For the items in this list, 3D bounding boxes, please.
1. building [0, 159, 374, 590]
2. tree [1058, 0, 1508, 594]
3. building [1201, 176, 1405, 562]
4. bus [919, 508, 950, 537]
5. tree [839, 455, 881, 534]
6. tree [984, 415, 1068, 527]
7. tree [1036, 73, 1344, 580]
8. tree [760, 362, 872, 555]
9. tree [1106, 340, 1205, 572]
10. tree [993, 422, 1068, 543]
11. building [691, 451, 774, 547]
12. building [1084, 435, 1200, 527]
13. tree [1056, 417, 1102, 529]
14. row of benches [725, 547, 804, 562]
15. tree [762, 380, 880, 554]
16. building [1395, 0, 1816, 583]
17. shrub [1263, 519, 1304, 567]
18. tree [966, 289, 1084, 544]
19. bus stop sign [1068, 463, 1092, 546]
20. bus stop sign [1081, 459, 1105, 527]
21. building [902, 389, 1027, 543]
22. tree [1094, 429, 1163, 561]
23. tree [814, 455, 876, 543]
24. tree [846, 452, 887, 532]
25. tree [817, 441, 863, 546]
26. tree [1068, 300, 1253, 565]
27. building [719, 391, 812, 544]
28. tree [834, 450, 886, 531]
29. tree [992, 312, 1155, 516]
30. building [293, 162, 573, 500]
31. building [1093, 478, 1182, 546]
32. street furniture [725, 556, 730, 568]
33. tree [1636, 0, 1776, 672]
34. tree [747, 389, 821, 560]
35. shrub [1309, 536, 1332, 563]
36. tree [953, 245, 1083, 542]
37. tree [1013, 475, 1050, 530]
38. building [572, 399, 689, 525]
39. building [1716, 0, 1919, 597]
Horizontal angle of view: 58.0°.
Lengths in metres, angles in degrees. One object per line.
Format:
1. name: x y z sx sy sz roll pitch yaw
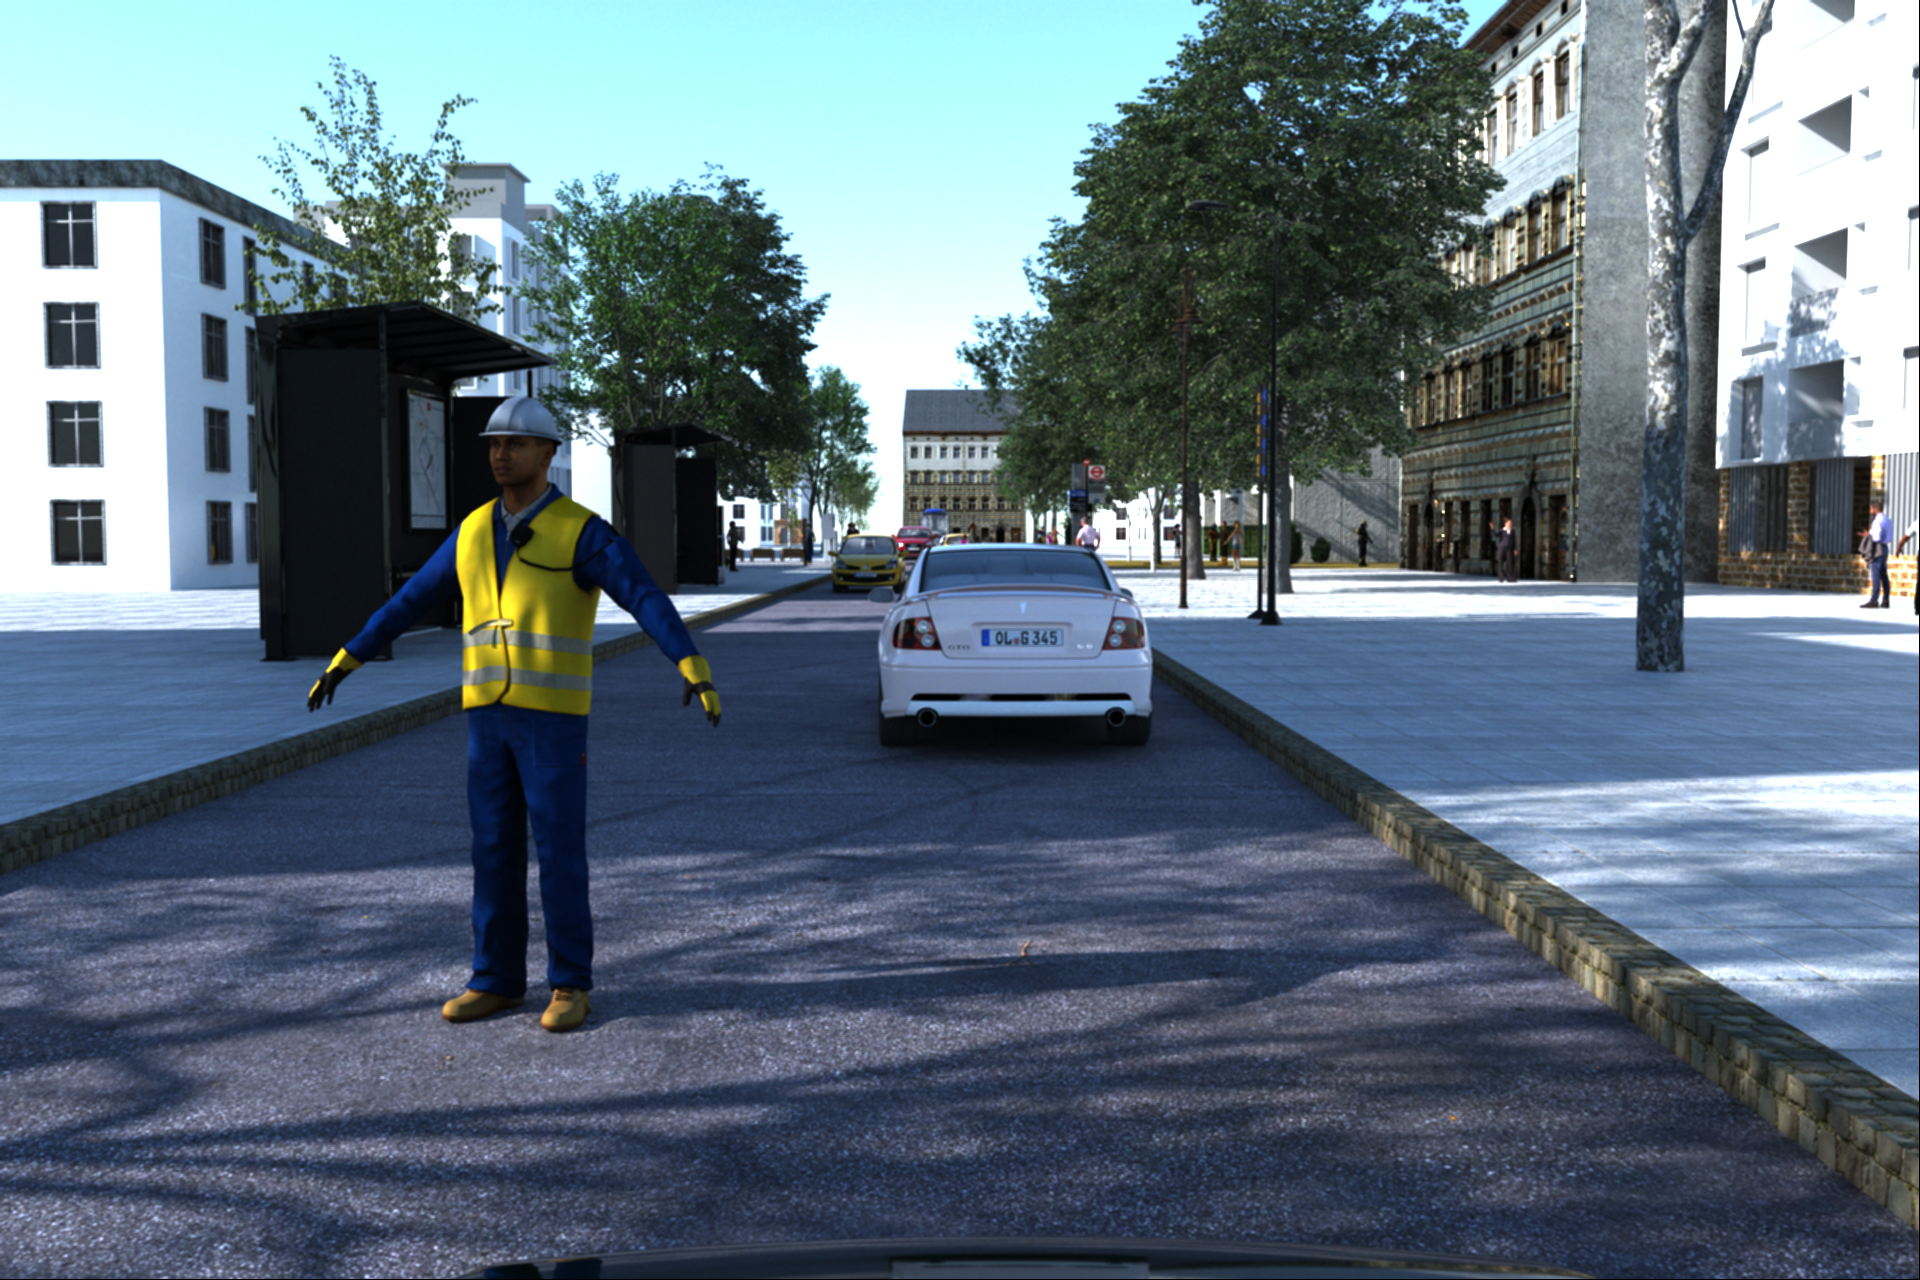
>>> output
1. building: -22.422 -6.780 53.007 9.099 9.664 28.070 0 3 0
2. tree: 6.774 -7.978 37.100 9.857 13.997 8.962 0 3 0
3. building: 23.595 -13.914 93.951 16.747 18.905 31.486 0 4 0
4. bus: -2.378 -10.902 169.798 2.896 3.916 12.251 0 4 0
5. tree: -8.749 -12.818 159.937 4.360 8.622 3.978 0 3 0
6. tree: 7.435 -15.918 170.623 12.009 13.543 11.850 0 3 0
7. tree: 6.643 -8.683 48.625 9.857 13.997 8.962 0 3 0
8. tree: -8.864 -10.912 104.169 9.928 11.665 9.643 0 3 0
9. tree: 6.605 -6.592 58.145 4.737 8.622 4.395 0 3 0
10. tree: 6.759 -13.957 153.959 9.928 11.665 9.643 0 3 0
11. building: -24.661 -15.067 188.496 9.099 9.664 28.070 0 3 0
12. building: 25.411 -23.686 218.193 19.493 23.208 18.063 0 3 0
13. tree: 7.066 -9.393 103.932 4.737 8.622 4.395 0 3 0
14. row of benches: -9.156 -4.004 80.934 4.104 0.672 1.422 -1 4 -16
15. tree: -9.117 -11.539 114.410 9.928 11.665 9.643 0 3 0
16. building: 25.268 -13.611 53.477 19.493 23.208 18.063 0 4 0
17. shrub: 12.475 -3.812 66.743 1.690 2.028 1.600 0 3 0
18. tree: 6.566 -17.131 135.987 12.611 20.169 13.585 0 3 0
19. bus stop sign: 4.472 -4.624 64.612 0.837 3.901 0.837 0 4 -1
20. bus stop sign: 4.707 -4.446 61.403 0.855 3.939 0.416 0 4 0
21. building: 0.933 -26.139 260.761 18.063 23.208 19.493 0 4 2
22. tree: 7.875 -8.020 81.497 4.360 8.622 3.978 0 3 0
23. tree: -17.799 -21.375 259.855 12.009 13.543 11.850 0 3 0
24. tree: -8.896 -12.096 148.127 4.360 8.622 3.978 0 3 0
25. tree: -8.717 -10.963 129.614 4.360 8.622 3.978 0 3 0
26. tree: 8.497 -8.996 72.839 9.928 11.665 9.643 0 3 0
27. building: -24.423 -21.957 215.423 16.016 20.090 11.380 0 4 0
28. tree: -8.819 -11.556 139.295 4.360 8.622 3.978 0 3 0
29. tree: 6.492 -11.465 94.102 9.857 13.997 8.962 0 3 0
30. building: -27.943 -14.260 89.566 16.016 20.090 11.380 0 4 0
31. building: 20.461 -15.434 194.497 9.099 9.664 28.070 0 3 0
32. street furniture: -11.921 -3.351 70.411 5.734 0.657 10.072 0 4 -3
33. tree: 6.348 -9.685 14.241 12.611 20.169 13.585 0 3 0
34. tree: -8.683 -8.301 86.085 4.737 8.622 4.395 0 3 0
35. shrub: 16.000 -4.021 76.861 1.383 1.207 1.383 0 3 0
36. tree: 5.287 -15.930 116.347 12.611 20.169 13.585 0 3 0
37. tree: 7.428 -12.972 162.452 4.360 8.622 3.978 0 3 0
38. building: -23.302 -10.924 120.759 9.099 9.664 28.070 0 4 -1
39. building: 24.099 -11.303 41.230 16.016 20.090 11.380 0 3 0
